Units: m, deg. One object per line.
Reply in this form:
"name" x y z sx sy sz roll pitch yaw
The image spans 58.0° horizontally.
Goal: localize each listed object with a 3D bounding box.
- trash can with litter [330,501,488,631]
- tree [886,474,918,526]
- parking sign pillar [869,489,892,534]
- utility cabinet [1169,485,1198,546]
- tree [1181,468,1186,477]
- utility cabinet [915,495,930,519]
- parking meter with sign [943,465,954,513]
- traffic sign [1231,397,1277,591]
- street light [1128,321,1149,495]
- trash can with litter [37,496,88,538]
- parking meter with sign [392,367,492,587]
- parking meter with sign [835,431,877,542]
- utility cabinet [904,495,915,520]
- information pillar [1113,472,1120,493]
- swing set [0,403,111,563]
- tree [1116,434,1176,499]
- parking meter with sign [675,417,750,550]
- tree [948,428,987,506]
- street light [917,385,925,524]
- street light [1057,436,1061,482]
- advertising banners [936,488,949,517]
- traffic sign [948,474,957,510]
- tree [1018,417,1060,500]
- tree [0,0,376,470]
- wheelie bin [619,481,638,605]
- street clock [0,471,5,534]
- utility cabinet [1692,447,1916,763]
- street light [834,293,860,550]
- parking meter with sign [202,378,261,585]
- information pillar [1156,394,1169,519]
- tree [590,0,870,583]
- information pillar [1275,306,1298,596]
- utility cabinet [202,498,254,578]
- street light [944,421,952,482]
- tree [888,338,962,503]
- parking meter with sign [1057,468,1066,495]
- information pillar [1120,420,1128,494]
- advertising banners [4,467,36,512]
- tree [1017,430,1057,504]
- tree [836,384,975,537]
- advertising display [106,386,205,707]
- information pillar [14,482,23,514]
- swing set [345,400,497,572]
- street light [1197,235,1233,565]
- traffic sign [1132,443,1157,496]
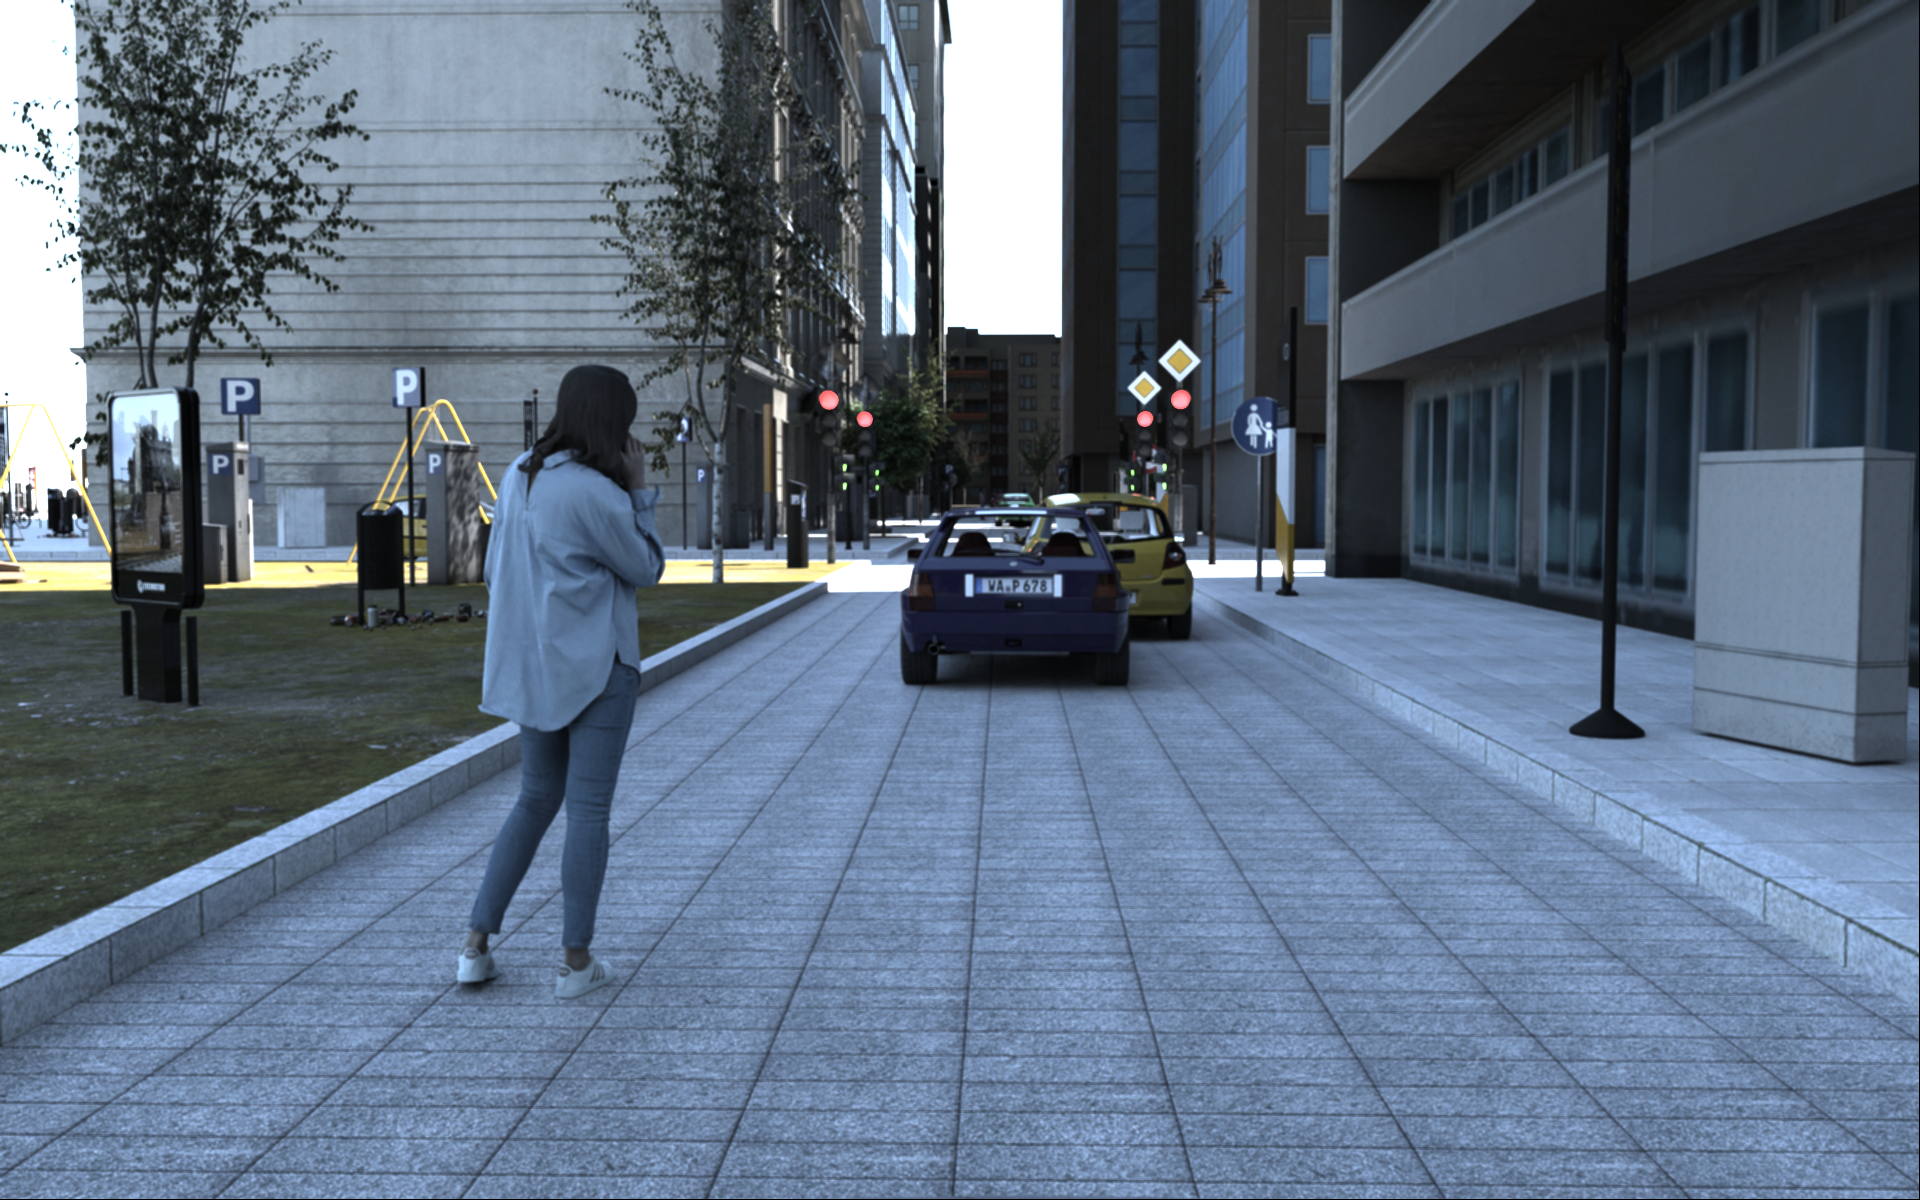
"trash can with litter" -5.427 -0.387 17.387 1.678 1.210 2.233 2 4 31
"tree" -2.405 -4.596 69.752 1.663 3.219 1.824 0 3 0
"parking sign pillar" -2.951 -4.183 56.863 1.447 3.967 1.447 0 4 -6
"utility cabinet" 5.330 -2.051 42.213 0.318 1.500 1.173 3 5 44
"tree" 6.389 -3.715 55.349 1.663 3.219 1.824 0 3 0
"utility cabinet" -2.100 -4.849 90.443 1.020 1.237 0.306 2 4 26
"parking meter with sign" -0.742 -6.551 103.373 0.543 3.016 1.738 0 4 -7
"traffic sign" 3.947 -1.387 22.783 0.768 2.556 0.104 0 4 7
"street light" 4.765 -4.499 46.350 0.468 5.910 1.993 0 4 2
"trash can with litter" -26.573 -2.470 51.437 2.233 1.210 1.678 3 5 44
"parking meter with sign" -7.194 -1.736 24.645 0.543 3.016 1.738 2 4 29
"parking meter with sign" -2.914 -3.119 47.258 0.543 3.016 1.738 2 4 25
"utility cabinet" -2.606 -4.595 86.295 0.306 1.237 1.020 -1 4 -12
"information pillar" 5.222 -3.206 56.909 0.304 2.012 0.304 -1 4 -18
"swing set" -17.133 -2.006 30.415 3.119 2.851 2.862 2 4 27
"tree" 5.690 -3.571 52.993 1.663 3.219 1.824 0 3 0
"parking meter with sign" -5.699 -2.684 40.147 1.738 3.016 0.543 -3 5 -43
"tree" 0.755 -14.794 192.250 4.360 8.622 3.978 0 3 0
"street light" -1.686 -6.182 73.865 0.468 5.910 1.993 0 4 2
"street light" 6.585 -8.614 113.628 0.468 5.910 1.993 0 4 2
"advertising banners" -1.012 -6.294 99.095 0.090 3.025 2.074 1 4 21
"traffic sign" -0.547 -6.729 110.128 0.768 2.556 0.104 0 4 3
"tree" 7.746 -13.167 165.639 4.737 8.622 4.395 0 3 0
"tree" -9.147 -4.280 20.338 4.360 8.622 3.978 0 3 0
"wheelie bin" -3.500 -0.567 17.182 0.693 1.594 0.980 0 4 4
"street clock" -30.662 -3.100 55.258 0.471 2.002 0.358 3 4 38
"utility cabinet" 4.212 -0.001 8.698 0.318 1.500 1.173 -1 4 -14
"street light" -2.581 -4.107 39.939 0.468 5.910 1.993 0 4 2
"parking meter with sign" -10.716 -1.775 25.282 0.543 3.016 1.738 0 4 -6
"information pillar" 4.735 -3.007 40.524 0.183 3.616 0.504 -1 4 -21
"tree" -3.441 -4.566 25.013 4.360 8.622 3.978 0 3 0
"information pillar" 4.125 -1.868 21.894 0.183 3.616 0.504 -1 4 -9
"utility cabinet" -11.375 -0.937 26.478 1.020 1.237 0.306 0 4 -4
"street light" -0.772 -8.241 107.536 0.468 5.910 1.993 0 4 2
"tree" -1.894 -8.066 82.243 4.737 8.622 4.395 0 3 0
"parking meter with sign" 6.183 -6.653 105.039 0.543 3.016 1.738 0 4 2
"information pillar" 5.151 -3.864 54.529 0.183 3.616 0.504 -1 4 -18
"advertising banners" -59.832 -6.972 110.184 0.090 3.025 2.074 3 5 44
"tree" 8.744 -14.800 192.336 4.360 8.622 3.978 0 3 0
"tree" -2.267 -4.170 51.890 4.285 4.588 4.351 0 3 0
"advertising display" -4.974 -0.336 10.709 0.974 1.923 0.123 3 5 40
"information pillar" -56.806 -6.116 104.484 0.304 2.012 0.304 1 4 9
"swing set" -9.209 -2.001 30.332 2.862 2.851 3.119 -1 4 -22
"street light" 4.564 -3.571 31.170 0.468 5.910 1.993 0 4 2
"traffic sign" 4.660 -2.621 42.964 0.768 2.556 0.104 0 4 7
